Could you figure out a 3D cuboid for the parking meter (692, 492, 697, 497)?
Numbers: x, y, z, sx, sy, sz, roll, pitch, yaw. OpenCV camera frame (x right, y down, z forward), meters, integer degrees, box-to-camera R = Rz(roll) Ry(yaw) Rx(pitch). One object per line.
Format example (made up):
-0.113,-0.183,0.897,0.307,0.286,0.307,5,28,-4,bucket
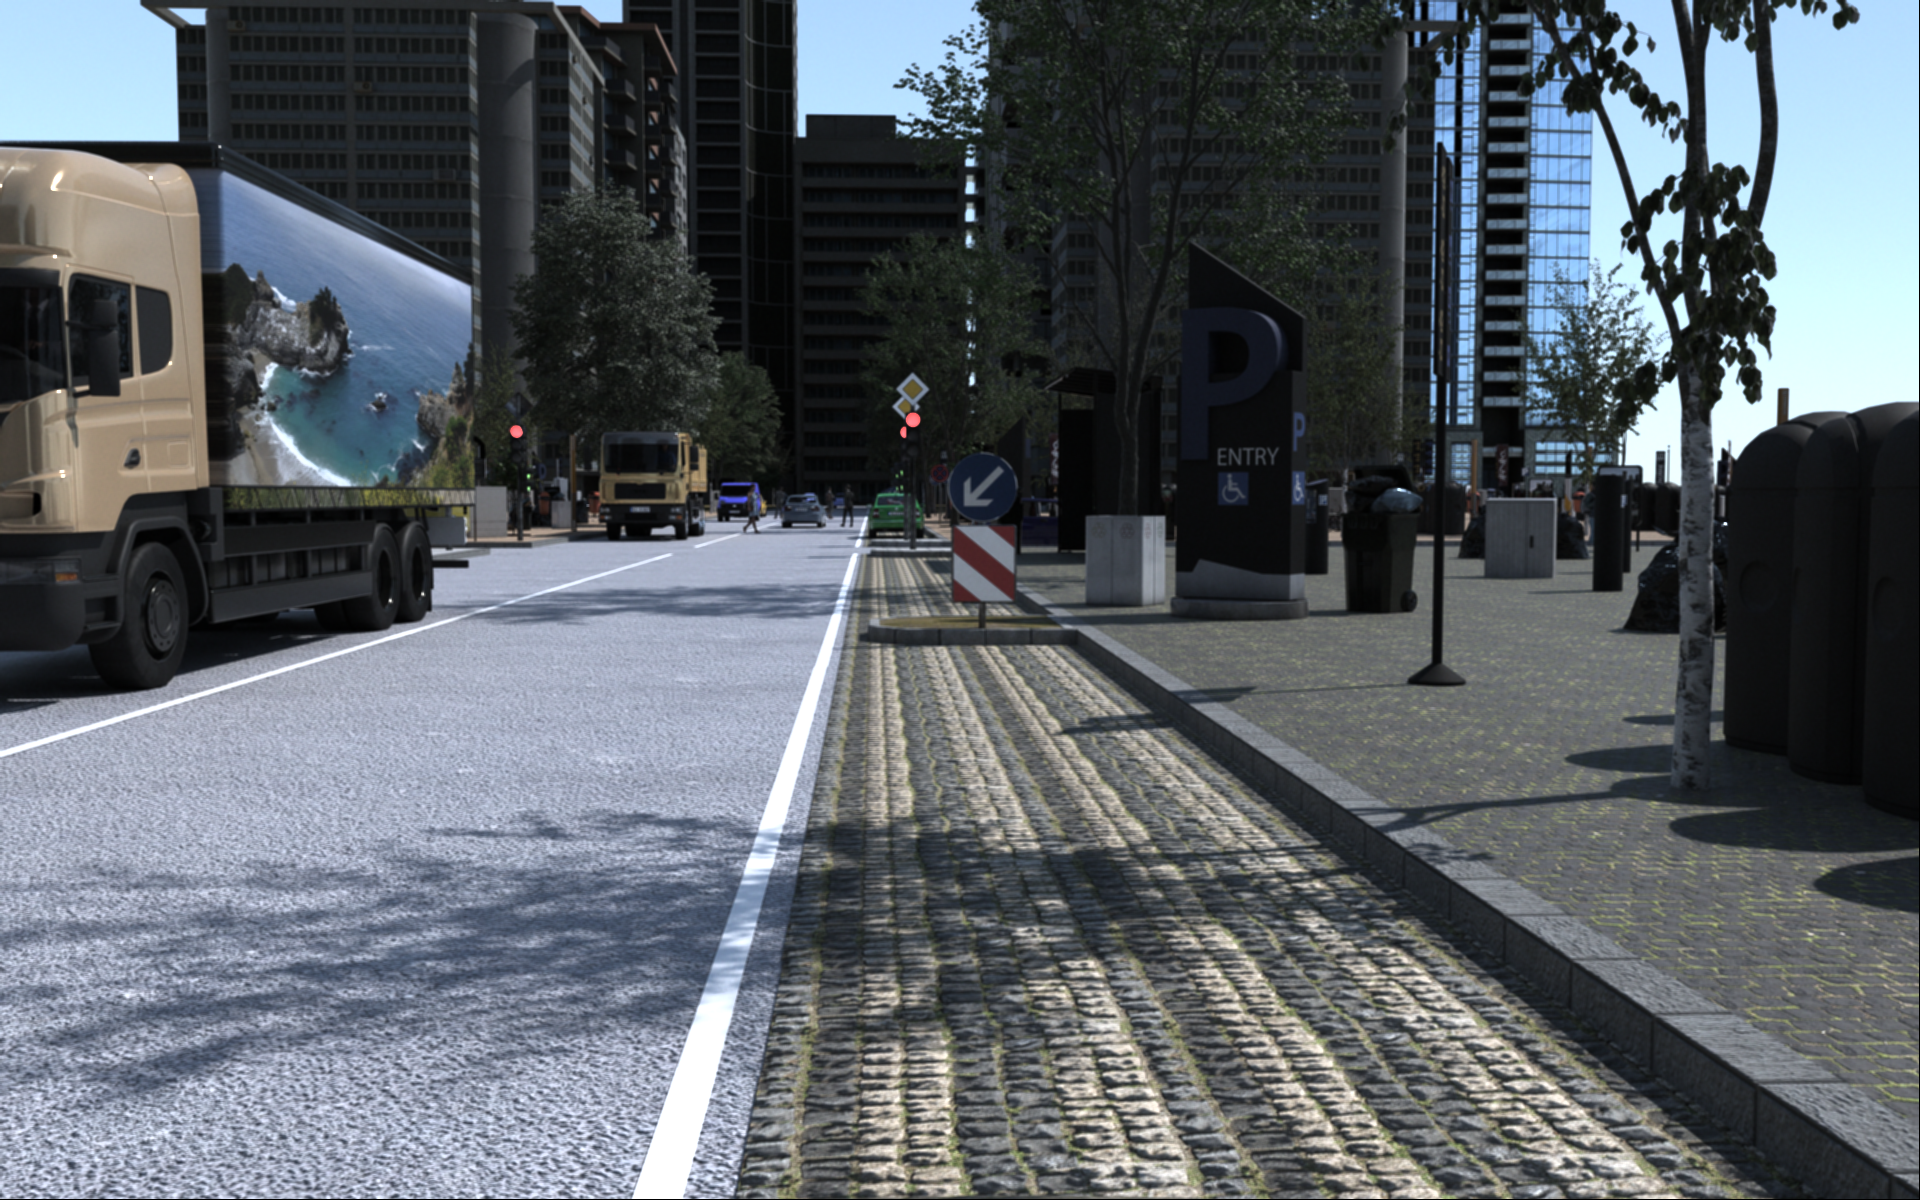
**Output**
-16.275,-5.970,106.025,0.372,1.533,0.369,0,3,0,parking meter

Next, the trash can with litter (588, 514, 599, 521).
-16.800,-4.407,83.109,1.678,1.210,2.233,-1,4,-10,trash can with litter

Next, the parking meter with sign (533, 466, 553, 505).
-25.342,-6.731,106.311,1.738,3.016,0.543,0,4,2,parking meter with sign

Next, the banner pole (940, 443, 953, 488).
-0.590,-5.799,84.833,0.863,3.779,0.401,1,4,20,banner pole

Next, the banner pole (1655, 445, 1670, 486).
35.959,-6.026,88.544,0.863,3.779,0.401,0,4,8,banner pole

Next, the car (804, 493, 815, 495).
-16.480,-11.028,189.904,1.945,1.707,3.694,0,4,-3,car

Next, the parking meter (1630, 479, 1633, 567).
10.798,-1.220,28.363,0.372,1.533,0.369,0,3,0,parking meter

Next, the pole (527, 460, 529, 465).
-25.862,-6.711,103.574,0.158,3.312,0.155,0,3,0,pole

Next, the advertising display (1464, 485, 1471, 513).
34.784,-6.936,118.624,0.123,1.923,0.974,3,4,38,advertising display

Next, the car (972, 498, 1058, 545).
2.194,-1.864,43.055,3.894,1.354,1.945,0,4,-2,car

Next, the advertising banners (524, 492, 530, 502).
-21.893,-5.572,87.294,0.090,3.025,2.074,0,4,-3,advertising banners

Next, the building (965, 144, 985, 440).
15.627,-37.156,227.104,30.456,49.044,23.786,0,4,-3,building

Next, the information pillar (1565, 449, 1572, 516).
31.752,-6.058,90.403,0.183,3.616,0.504,-1,4,-11,information pillar

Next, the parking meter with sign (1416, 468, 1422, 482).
29.776,-7.229,114.463,0.543,3.016,1.738,-2,4,-26,parking meter with sign

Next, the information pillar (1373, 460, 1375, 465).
28.580,-7.852,119.731,0.183,3.616,0.504,0,4,-1,information pillar

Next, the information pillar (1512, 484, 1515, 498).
39.211,-7.217,122.487,0.304,2.012,0.304,0,4,6,information pillar

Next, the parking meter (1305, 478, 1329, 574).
5.717,-1.183,27.758,0.372,1.533,0.369,0,3,0,parking meter

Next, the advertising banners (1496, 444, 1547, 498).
19.327,-3.886,59.719,0.090,3.025,2.074,-3,4,-36,advertising banners

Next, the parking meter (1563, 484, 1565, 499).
42.204,-7.022,120.527,0.255,1.863,0.399,3,4,36,parking meter

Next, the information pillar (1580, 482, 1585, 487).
36.806,-5.985,102.344,0.304,2.012,0.304,0,4,6,information pillar

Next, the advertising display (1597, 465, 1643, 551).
14.822,-2.063,38.942,0.974,1.923,0.123,3,5,40,advertising display

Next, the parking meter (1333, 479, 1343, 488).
15.126,-3.891,69.328,0.255,1.863,0.399,-2,4,-34,parking meter

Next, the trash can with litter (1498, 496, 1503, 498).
26.112,-4.403,83.044,2.233,1.210,1.678,2,4,33,trash can with litter

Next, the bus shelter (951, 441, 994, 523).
0.577,-5.389,79.385,1.731,3.624,6.357,0,4,-3,bus shelter

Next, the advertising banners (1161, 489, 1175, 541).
6.426,-3.164,47.918,2.074,3.025,0.090,-1,4,-13,advertising banners

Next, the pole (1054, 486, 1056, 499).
4.342,-5.266,79.940,0.158,3.312,0.155,0,3,0,pole

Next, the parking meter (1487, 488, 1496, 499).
23.888,-4.248,77.862,0.372,1.533,0.369,0,3,0,parking meter

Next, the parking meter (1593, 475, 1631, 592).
8.590,-0.888,22.931,0.372,1.533,0.369,0,3,0,parking meter

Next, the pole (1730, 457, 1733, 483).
42.250,-6.190,95.046,0.158,3.312,0.155,0,3,0,pole

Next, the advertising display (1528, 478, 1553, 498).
23.742,-4.014,70.842,0.974,1.923,0.123,1,4,8,advertising display

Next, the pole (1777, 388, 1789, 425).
15.838,-2.420,33.408,0.158,3.312,0.155,0,3,0,pole

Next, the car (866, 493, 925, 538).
-2.110,-2.944,56.937,1.959,1.807,4.718,0,4,-3,car

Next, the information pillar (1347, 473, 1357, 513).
13.581,-3.388,59.879,0.304,2.012,0.304,-3,5,-42,information pillar

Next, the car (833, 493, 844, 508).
-11.867,-10.088,174.531,1.945,1.707,3.694,0,4,-2,car

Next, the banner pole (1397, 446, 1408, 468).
23.074,-6.132,90.268,0.863,3.779,0.401,-2,4,-24,banner pole

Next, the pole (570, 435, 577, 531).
-13.368,-4.038,59.870,0.158,3.312,0.155,0,3,0,pole

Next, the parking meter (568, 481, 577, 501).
-17.385,-4.402,77.687,0.399,1.863,0.255,0,4,-7,parking meter

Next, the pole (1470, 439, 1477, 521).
19.213,-4.338,64.768,0.158,3.312,0.155,0,3,0,pole

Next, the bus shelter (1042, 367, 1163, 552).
2.815,-2.679,35.093,1.731,3.624,6.357,0,4,-3,bus shelter

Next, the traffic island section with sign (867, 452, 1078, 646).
0.075,-0.526,17.222,1.989,1.847,2.006,0,4,-3,traffic island section with sign

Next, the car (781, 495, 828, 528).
-6.726,-3.837,74.739,2.014,1.417,4.499,0,4,-2,car

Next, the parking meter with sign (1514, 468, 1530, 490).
36.919,-7.223,114.355,0.543,3.016,1.738,3,5,45,parking meter with sign

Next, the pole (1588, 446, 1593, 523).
26.854,-4.896,73.887,0.158,3.312,0.155,0,3,0,pole

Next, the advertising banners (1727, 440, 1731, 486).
25.263,-3.695,56.602,0.090,3.025,2.074,2,4,35,advertising banners

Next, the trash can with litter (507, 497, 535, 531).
-15.543,-3.030,60.934,1.055,1.170,0.624,-3,4,-37,trash can with litter

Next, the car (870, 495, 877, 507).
-6.594,-8.126,145.442,1.945,1.354,3.894,0,4,-1,car

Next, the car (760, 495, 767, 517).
-13.013,-5.970,107.828,2.015,1.641,3.980,0,4,-2,car
